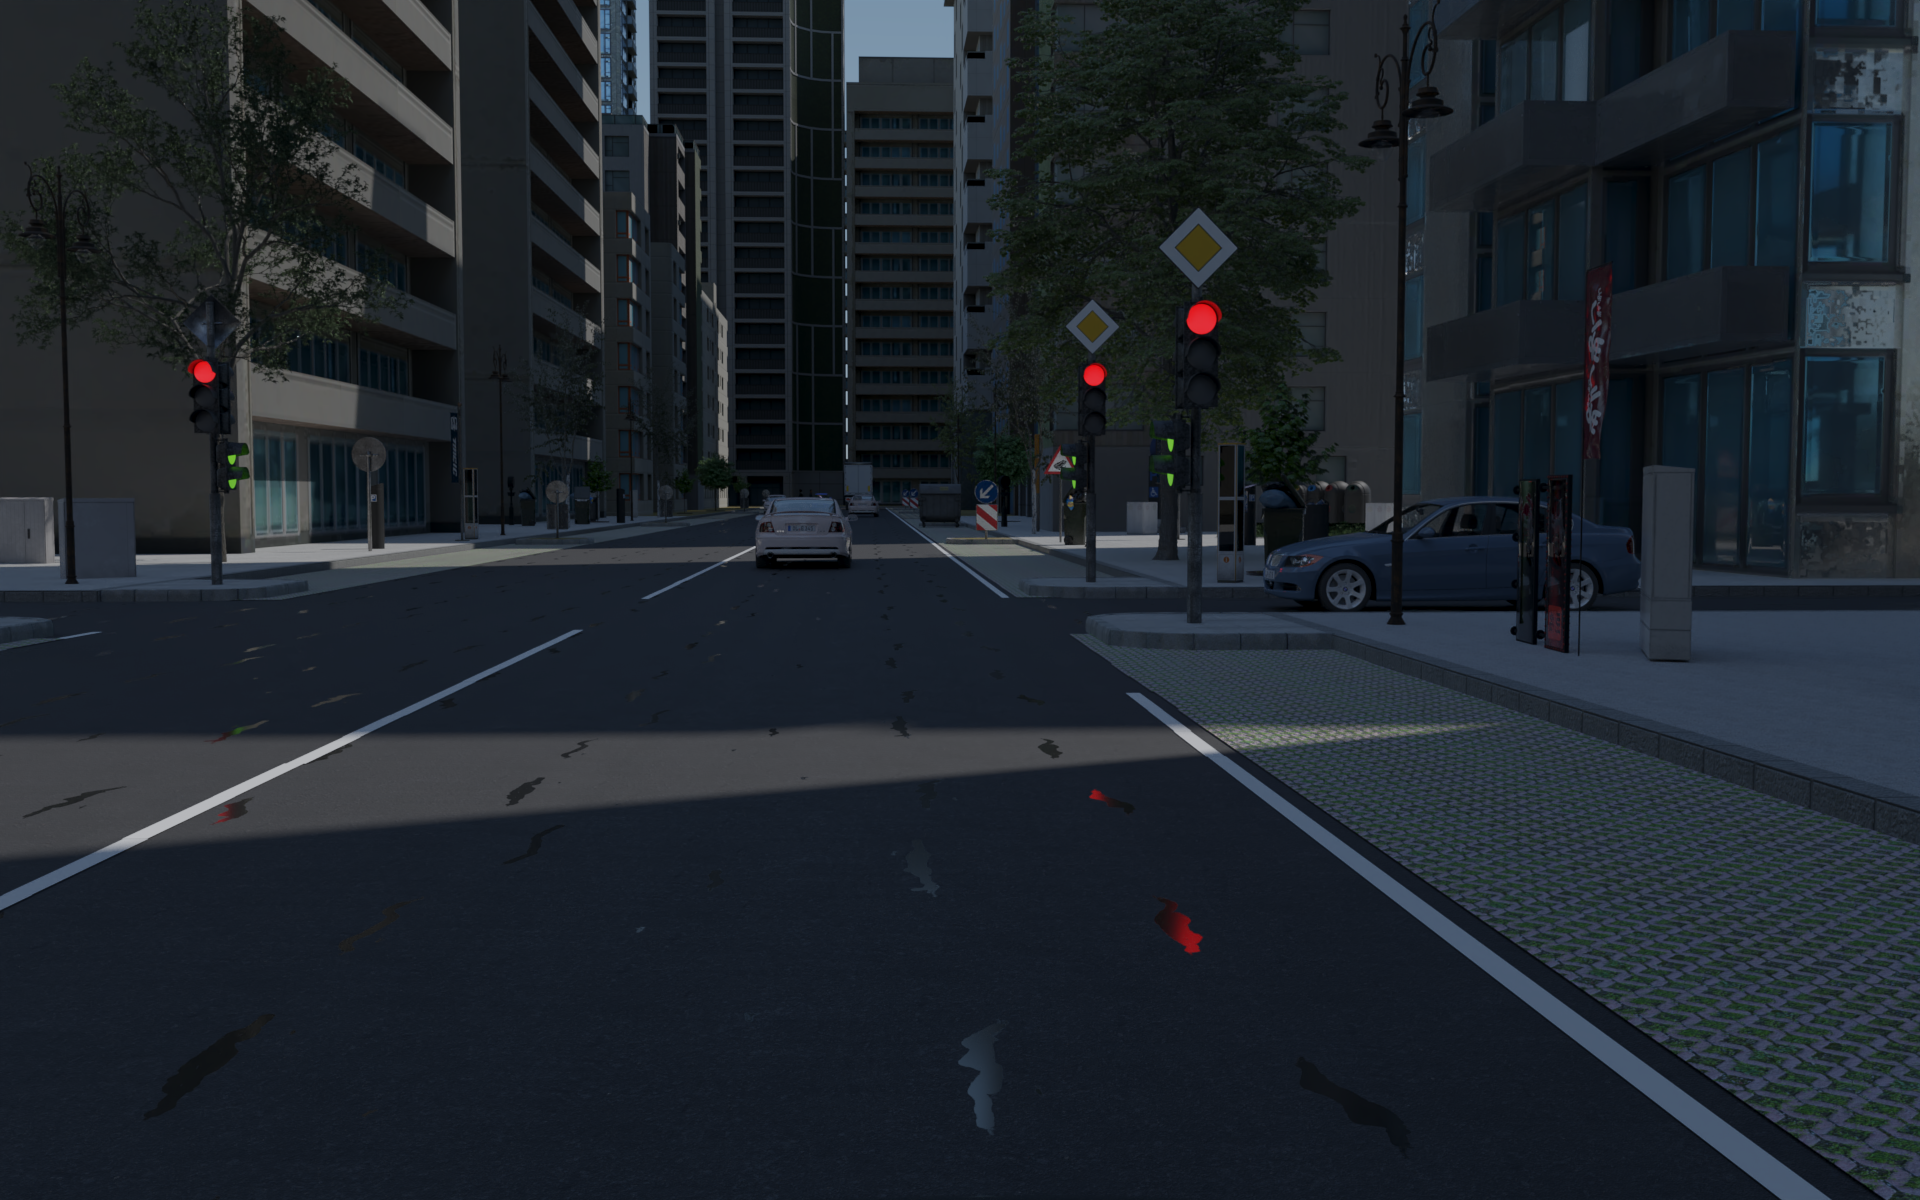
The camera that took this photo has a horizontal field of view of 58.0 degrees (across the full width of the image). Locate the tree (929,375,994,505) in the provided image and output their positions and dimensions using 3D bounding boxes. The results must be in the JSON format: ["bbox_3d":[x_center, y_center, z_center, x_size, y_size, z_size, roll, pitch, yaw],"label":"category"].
[{"bbox_3d":[0.013,-9.545,106.426,4.737,8.622,4.395,0,3,0],"label":"tree"}]

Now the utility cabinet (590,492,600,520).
[{"bbox_3d":[-18.258,-4.695,85.441,0.318,1.500,1.173,2,4,25],"label":"utility cabinet"}]

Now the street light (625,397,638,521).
[{"bbox_3d":[-15.671,-6.714,82.567,0.468,5.910,1.993,0,4,-3],"label":"street light"}]

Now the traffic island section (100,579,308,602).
[{"bbox_3d":[-10.547,-0.139,24.550,2.009,0.180,2.903,0,4,-3],"label":"traffic island section"}]

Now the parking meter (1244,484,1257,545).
[{"bbox_3d":[7.238,-2.140,43.400,0.372,1.533,0.369,0,3,0],"label":"parking meter"}]

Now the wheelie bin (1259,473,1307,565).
[{"bbox_3d":[4.823,-1.099,25.873,0.693,1.594,0.980,1,4,13],"label":"wheelie bin"}]

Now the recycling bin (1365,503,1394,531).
[{"bbox_3d":[11.835,-2.193,48.411,0.722,1.027,0.722,-2,4,-34],"label":"recycling bin"}]

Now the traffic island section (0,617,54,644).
[{"bbox_3d":[-10.121,0.349,16.576,2.009,0.180,2.903,0,4,-3],"label":"traffic island section"}]

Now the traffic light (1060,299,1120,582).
[{"bbox_3d":[1.886,-2.212,25.094,0.839,4.253,0.868,0,4,-3],"label":"traffic light"}]

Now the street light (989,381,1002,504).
[{"bbox_3d":[1.449,-6.008,71.023,0.468,5.910,1.993,0,4,-3],"label":"street light"}]

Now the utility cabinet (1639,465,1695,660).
[{"bbox_3d":[5.598,-0.307,13.702,0.318,1.500,1.173,1,4,18],"label":"utility cabinet"}]

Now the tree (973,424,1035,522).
[{"bbox_3d":[2.060,-5.908,80.317,4.285,4.588,4.351,0,3,0],"label":"tree"}]

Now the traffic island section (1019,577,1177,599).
[{"bbox_3d":[1.927,-0.179,25.210,2.009,0.180,2.903,0,4,-3],"label":"traffic island section"}]

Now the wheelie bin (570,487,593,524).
[{"bbox_3d":[-16.007,-3.997,73.267,0.980,1.594,0.693,-1,4,-10],"label":"wheelie bin"}]

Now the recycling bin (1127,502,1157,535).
[{"bbox_3d":[5.768,-2.588,54.865,0.722,1.027,0.722,3,5,44],"label":"recycling bin"}]

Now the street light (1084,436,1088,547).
[{"bbox_3d":[3.110,-4.225,41.871,0.468,5.910,1.993,0,4,-3],"label":"street light"}]

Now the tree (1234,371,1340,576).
[{"bbox_3d":[5.190,-2.005,27.381,1.663,3.219,1.824,0,3,0],"label":"tree"}]

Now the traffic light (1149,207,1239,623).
[{"bbox_3d":[2.313,-1.725,17.120,0.839,4.253,0.868,0,4,-3],"label":"traffic light"}]

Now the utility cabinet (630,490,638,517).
[{"bbox_3d":[-17.853,-5.269,94.823,0.318,1.500,1.173,-1,4,-16],"label":"utility cabinet"}]

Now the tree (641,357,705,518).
[{"bbox_3d":[-16.164,-8.790,94.077,4.360,8.622,3.978,0,3,0],"label":"tree"}]

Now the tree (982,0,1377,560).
[{"bbox_3d":[4.094,-7.075,33.809,7.486,12.596,7.792,0,3,0],"label":"tree"}]

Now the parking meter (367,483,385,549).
[{"bbox_3d":[-13.668,-1.964,40.515,0.372,1.533,0.369,0,3,0],"label":"parking meter"}]

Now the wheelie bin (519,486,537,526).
[{"bbox_3d":[-17.352,-3.769,69.534,0.693,1.594,0.980,-1,4,-12],"label":"wheelie bin"}]

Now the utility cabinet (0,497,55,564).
[{"bbox_3d":[-17.307,-1.275,32.009,1.020,1.237,0.306,0,4,6],"label":"utility cabinet"}]

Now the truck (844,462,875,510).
[{"bbox_3d":[-9.199,-10.339,157.960,2.839,4.237,11.283,0,4,-3],"label":"truck"}]

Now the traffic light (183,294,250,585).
[{"bbox_3d":[-10.507,-2.171,24.417,0.839,4.253,0.868,0,4,-3],"label":"traffic light"}]

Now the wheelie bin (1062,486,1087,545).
[{"bbox_3d":[2.922,-2.194,43.781,0.693,1.594,0.980,0,4,3],"label":"wheelie bin"}]

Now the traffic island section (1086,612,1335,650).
[{"bbox_3d":[2.353,0.309,17.236,2.009,0.180,2.903,0,4,-3],"label":"traffic island section"}]

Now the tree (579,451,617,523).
[{"bbox_3d":[-16.503,-5.119,78.296,1.663,3.219,1.824,0,3,0],"label":"tree"}]

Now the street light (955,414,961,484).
[{"bbox_3d":[-0.103,-7.774,99.890,0.468,5.910,1.993,0,4,-3],"label":"street light"}]

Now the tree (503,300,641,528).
[{"bbox_3d":[-15.071,-7.061,65.812,4.360,8.622,3.978,0,3,0],"label":"tree"}]

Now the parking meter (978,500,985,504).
[{"bbox_3d":[0.963,-4.279,75.669,0.399,1.863,0.255,1,4,8],"label":"parking meter"}]

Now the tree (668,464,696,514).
[{"bbox_3d":[-17.958,-7.267,113.418,1.663,3.219,1.824,0,3,0],"label":"tree"}]

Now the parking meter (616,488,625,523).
[{"bbox_3d":[-14.986,-4.164,76.499,0.372,1.533,0.369,0,3,0],"label":"parking meter"}]

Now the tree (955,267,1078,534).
[{"bbox_3d":[2.197,-6.410,55.165,4.360,8.622,3.978,0,3,0],"label":"tree"}]

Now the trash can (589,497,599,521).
[{"bbox_3d":[-17.549,-4.327,82.398,0.748,1.137,0.748,0,3,0],"label":"trash can"}]

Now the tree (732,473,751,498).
[{"bbox_3d":[-19.897,-9.884,156.203,1.663,3.219,1.824,0,3,0],"label":"tree"}]

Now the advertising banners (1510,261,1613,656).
[{"bbox_3d":[4.889,-1.097,14.125,0.090,3.025,2.074,0,3,0],"label":"advertising banners"}]

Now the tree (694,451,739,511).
[{"bbox_3d":[-18.449,-9.024,131.249,4.285,4.588,4.351,0,3,0],"label":"tree"}]

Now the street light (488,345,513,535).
[{"bbox_3d":[-14.223,-4.949,53.709,0.468,5.910,1.993,0,4,-3],"label":"street light"}]

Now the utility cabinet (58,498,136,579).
[{"bbox_3d":[-13.202,-0.939,26.507,1.020,1.237,0.306,-3,5,-44],"label":"utility cabinet"}]

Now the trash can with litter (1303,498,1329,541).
[{"bbox_3d":[7.346,-1.392,33.813,2.233,1.210,1.678,0,4,2],"label":"trash can with litter"}]

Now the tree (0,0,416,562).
[{"bbox_3d":[-14.056,-5.969,32.004,8.767,10.594,7.601,1,4,11],"label":"tree"}]
